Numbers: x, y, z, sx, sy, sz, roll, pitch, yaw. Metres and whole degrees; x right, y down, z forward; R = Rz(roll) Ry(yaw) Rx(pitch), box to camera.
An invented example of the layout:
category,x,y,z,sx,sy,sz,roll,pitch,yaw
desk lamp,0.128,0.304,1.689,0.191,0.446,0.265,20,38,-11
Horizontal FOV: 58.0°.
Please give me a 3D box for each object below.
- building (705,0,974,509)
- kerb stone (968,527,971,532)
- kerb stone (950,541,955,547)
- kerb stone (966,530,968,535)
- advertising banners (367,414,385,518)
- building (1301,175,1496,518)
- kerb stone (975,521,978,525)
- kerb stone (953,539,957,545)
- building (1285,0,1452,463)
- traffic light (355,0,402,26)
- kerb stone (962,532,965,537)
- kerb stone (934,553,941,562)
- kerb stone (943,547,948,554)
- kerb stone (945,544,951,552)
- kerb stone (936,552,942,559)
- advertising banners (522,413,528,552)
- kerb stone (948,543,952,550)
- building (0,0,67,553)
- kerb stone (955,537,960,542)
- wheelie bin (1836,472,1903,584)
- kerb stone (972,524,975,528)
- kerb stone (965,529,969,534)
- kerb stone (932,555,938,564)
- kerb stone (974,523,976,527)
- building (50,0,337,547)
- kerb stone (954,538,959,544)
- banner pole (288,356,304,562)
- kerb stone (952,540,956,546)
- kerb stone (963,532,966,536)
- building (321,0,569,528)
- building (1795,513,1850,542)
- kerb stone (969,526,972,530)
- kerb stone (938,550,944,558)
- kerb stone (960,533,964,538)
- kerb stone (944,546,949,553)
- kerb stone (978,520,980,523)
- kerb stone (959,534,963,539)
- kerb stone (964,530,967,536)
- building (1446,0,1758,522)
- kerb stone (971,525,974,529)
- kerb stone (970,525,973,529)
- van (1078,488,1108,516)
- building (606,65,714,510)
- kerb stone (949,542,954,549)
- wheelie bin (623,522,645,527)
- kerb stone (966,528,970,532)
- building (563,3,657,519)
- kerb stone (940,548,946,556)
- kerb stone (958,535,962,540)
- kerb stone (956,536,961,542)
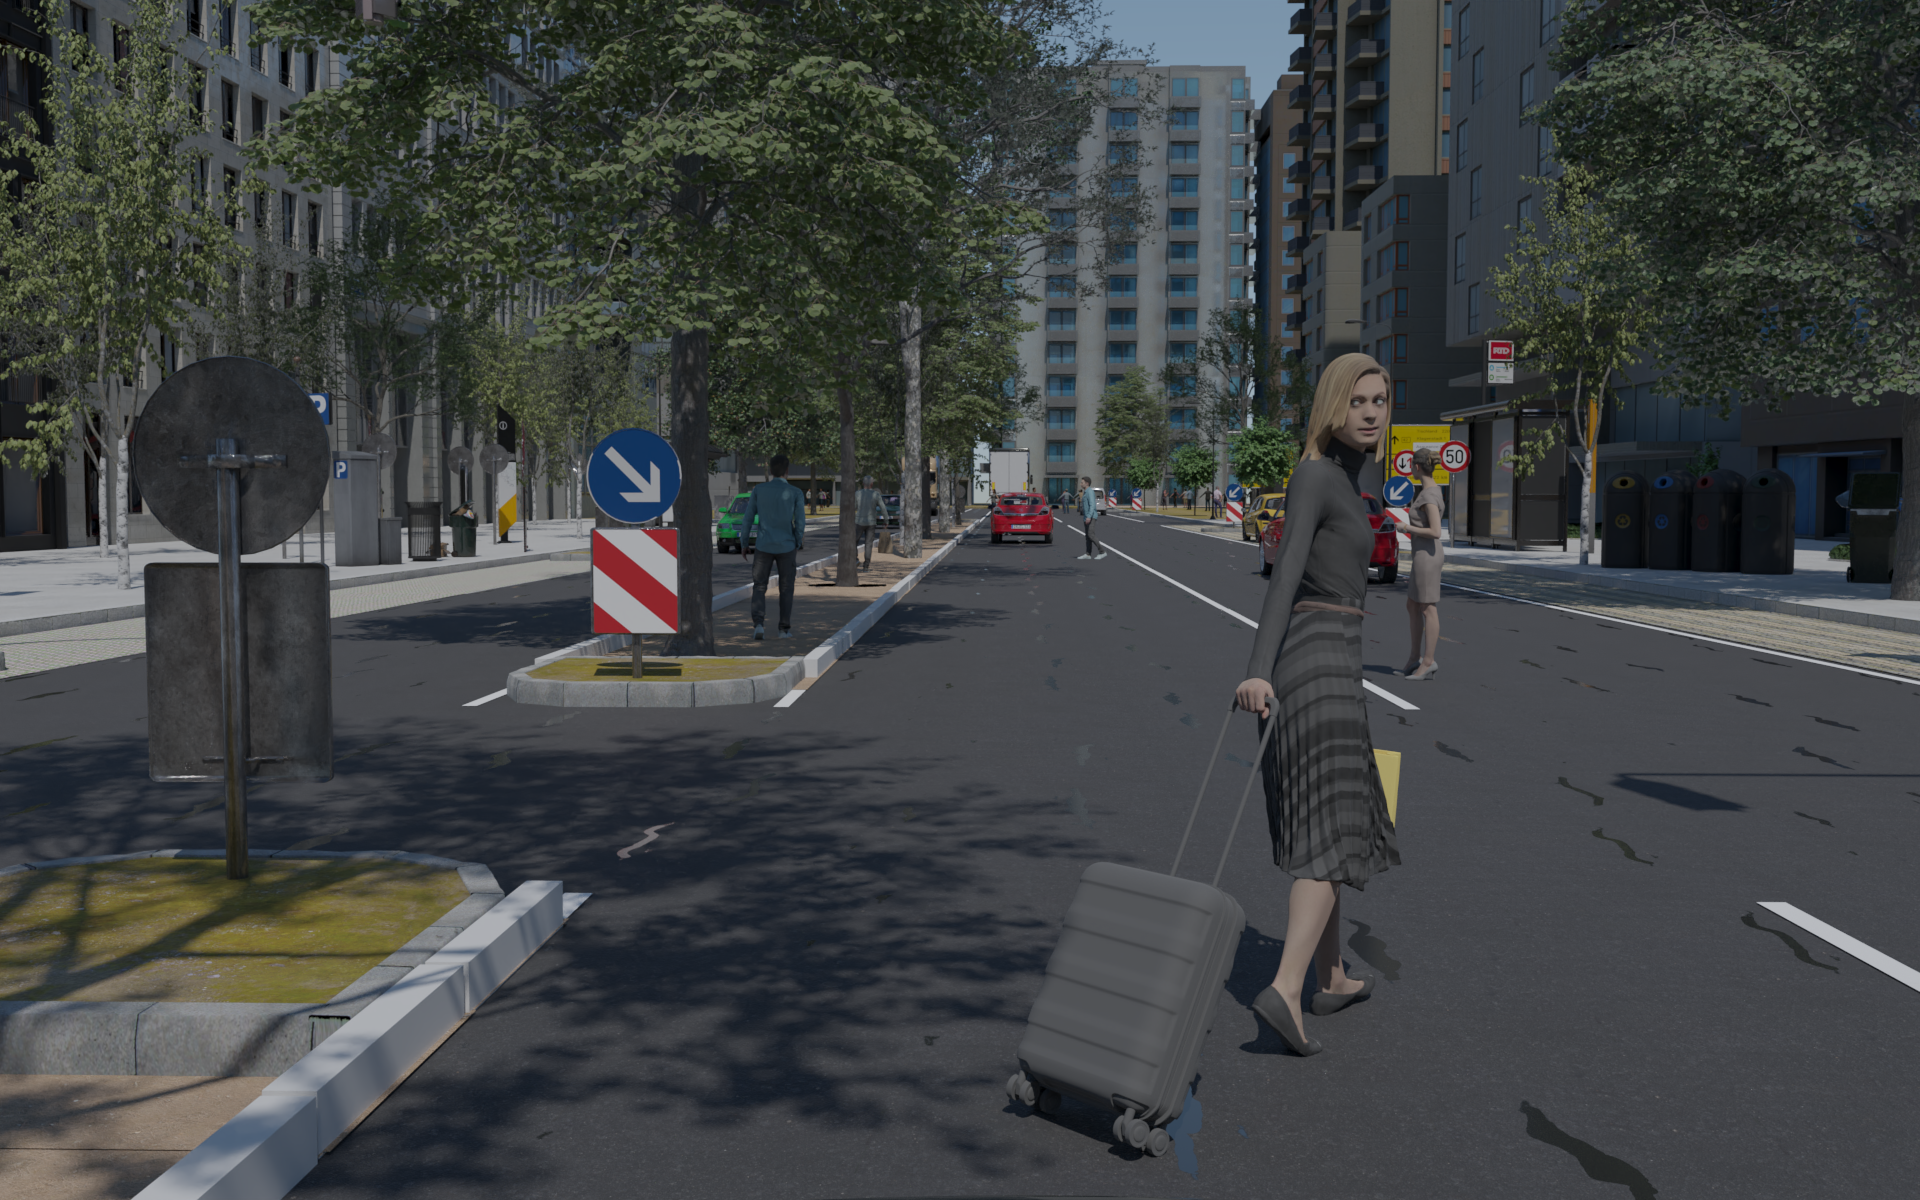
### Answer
category,x,y,z,sx,sy,sz,roll,pitch,yaw
building,-12.431,-37.168,196.936,27.495,52.752,28.713,0,4,2
kerb stone,0.233,-2.442,62.119,0.120,0.150,1.000,0,4,2
kerb stone,-0.265,-1.376,44.693,0.120,0.150,1.000,0,4,2
kerb stone,0.118,-2.192,58.029,0.120,0.150,1.000,0,4,2
advertising banners,-13.069,-2.602,38.734,0.090,3.025,2.074,-1,4,-11
building,37.707,-16.097,108.229,27.650,21.520,28.899,0,4,2
kerb stone,0.606,-3.258,75.458,0.120,0.150,1.000,0,4,2
kerb stone,-0.211,-1.502,46.753,0.120,0.150,1.000,0,4,2
building,37.668,-29.464,136.362,22.147,44.769,28.867,0,4,2
traffic light,-6.603,-2.342,12.960,4.771,5.953,1.251,0,4,2
kerb stone,-0.009,-1.940,53.933,0.120,0.150,1.000,0,4,2
kerb stone,-0.526,-0.812,35.480,0.120,0.150,1.000,0,4,2
kerb stone,-0.419,-1.063,39.573,0.120,0.150,1.000,0,4,2
kerb stone,-0.350,-1.188,41.617,0.120,0.150,1.000,0,4,2
kerb stone,-0.504,-0.875,36.502,0.120,0.150,1.000,0,4,2
advertising banners,-9.654,-2.581,38.380,0.090,3.025,2.074,-1,4,-13
kerb stone,-0.327,-1.251,42.645,0.120,0.150,1.000,0,4,2
building,-27.178,-12.370,31.933,12.332,23.373,15.834,0,4,2
kerb stone,-0.150,-1.626,48.803,0.120,0.150,1.000,0,4,2
wheelie bin,13.206,-1.049,25.064,0.980,1.594,0.693,2,4,33
kerb stone,0.403,-2.817,68.272,0.120,0.150,1.000,0,4,2
kerb stone,0.144,-2.252,59.054,0.120,0.150,1.000,0,4,2
kerb stone,-0.565,-0.750,34.459,0.120,0.150,1.000,0,4,2
kerb stone,0.472,-2.943,70.319,0.120,0.150,1.000,0,4,2
building,-26.342,-11.911,49.490,10.420,20.320,16.860,0,4,2
kerb stone,-0.172,-1.564,47.775,0.120,0.150,1.000,0,4,2
banner pole,-12.007,-2.526,31.324,0.401,3.779,0.863,0,4,-6
kerb stone,-0.240,-1.439,45.727,0.120,0.150,1.000,0,4,2
kerb stone,0.024,-2.004,54.954,0.120,0.150,1.000,0,4,2
building,-25.611,-18.042,72.480,11.434,29.767,29.804,0,4,2
building,30.337,-24.089,43.972,14.600,45.320,14.200,0,4,2
kerb stone,0.262,-2.505,63.146,0.120,0.150,1.000,0,4,2
kerb stone,-0.470,-0.938,37.530,0.120,0.150,1.000,0,4,2
kerb stone,-0.032,-1.878,52.907,0.120,0.150,1.000,0,4,2
kerb stone,-0.389,-1.121,40.595,0.120,0.150,1.000,0,4,2
kerb stone,0.704,-3.446,78.537,0.120,0.150,1.000,0,4,2
kerb stone,-0.057,-1.815,51.885,0.120,0.150,1.000,0,4,2
kerb stone,0.081,-2.125,57.007,0.120,0.150,1.000,0,4,2
building,37.350,-29.548,72.351,28.713,52.752,27.495,0,4,2
kerb stone,0.352,-2.691,66.224,0.120,0.150,1.000,0,4,2
kerb stone,0.323,-2.630,65.202,0.120,0.150,1.000,0,4,2
van,8.958,-6.694,116.457,2.013,2.044,4.112,0,4,1
building,-32.000,-33.669,139.734,27.495,52.752,28.713,0,4,2
kerb stone,-0.297,-1.313,43.667,0.120,0.150,1.000,0,4,2
wheelie bin,-10.561,-2.956,56.245,0.980,1.594,0.693,-2,4,-35
kerb stone,0.176,-2.317,60.075,0.120,0.150,1.000,0,4,2
building,-30.583,-48.305,102.464,22.319,86.520,31.000,0,4,2
kerb stone,-0.444,-1.000,38.552,0.120,0.150,1.000,0,4,2
kerb stone,-0.096,-1.753,50.863,0.120,0.150,1.000,0,4,2
kerb stone,-0.123,-1.681,49.837,0.120,0.150,1.000,0,4,2
